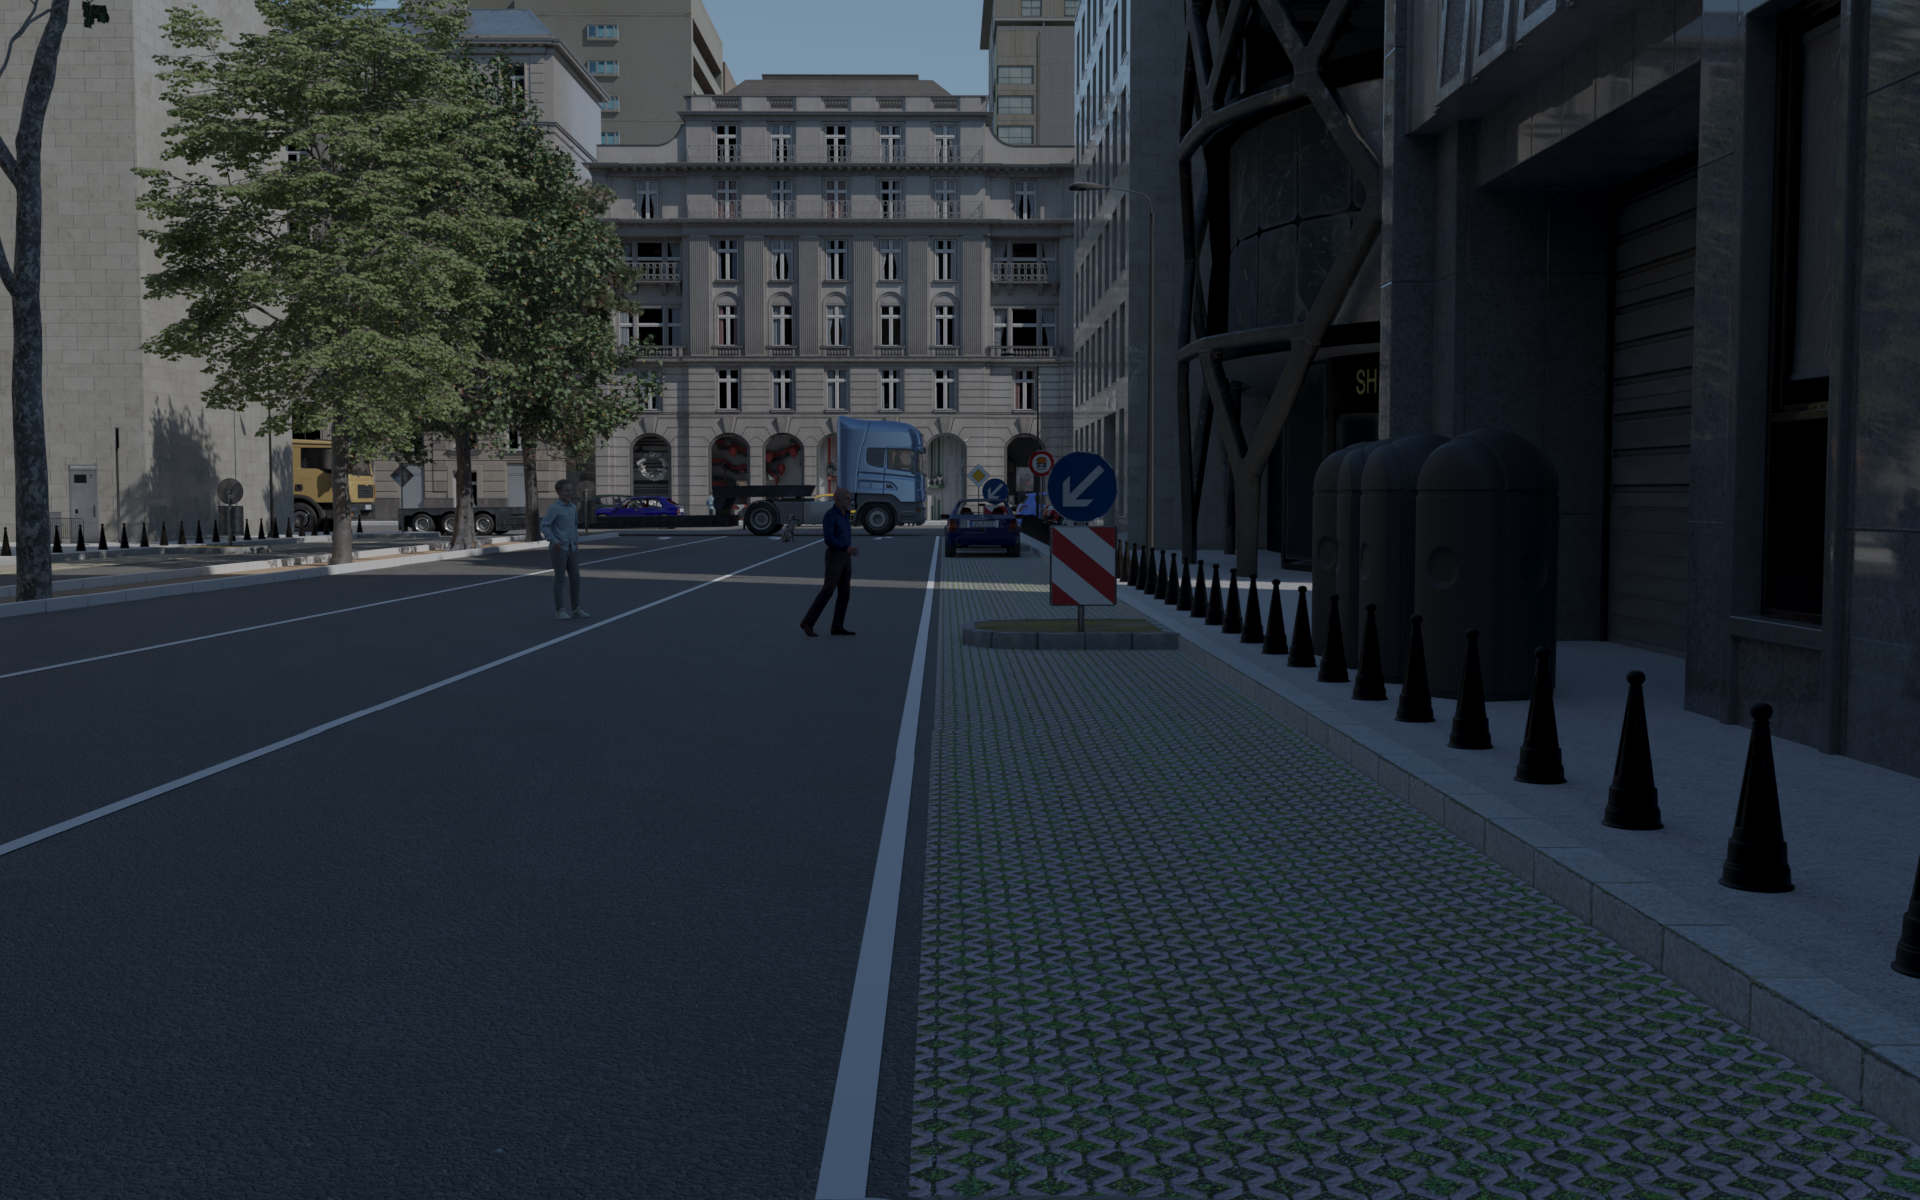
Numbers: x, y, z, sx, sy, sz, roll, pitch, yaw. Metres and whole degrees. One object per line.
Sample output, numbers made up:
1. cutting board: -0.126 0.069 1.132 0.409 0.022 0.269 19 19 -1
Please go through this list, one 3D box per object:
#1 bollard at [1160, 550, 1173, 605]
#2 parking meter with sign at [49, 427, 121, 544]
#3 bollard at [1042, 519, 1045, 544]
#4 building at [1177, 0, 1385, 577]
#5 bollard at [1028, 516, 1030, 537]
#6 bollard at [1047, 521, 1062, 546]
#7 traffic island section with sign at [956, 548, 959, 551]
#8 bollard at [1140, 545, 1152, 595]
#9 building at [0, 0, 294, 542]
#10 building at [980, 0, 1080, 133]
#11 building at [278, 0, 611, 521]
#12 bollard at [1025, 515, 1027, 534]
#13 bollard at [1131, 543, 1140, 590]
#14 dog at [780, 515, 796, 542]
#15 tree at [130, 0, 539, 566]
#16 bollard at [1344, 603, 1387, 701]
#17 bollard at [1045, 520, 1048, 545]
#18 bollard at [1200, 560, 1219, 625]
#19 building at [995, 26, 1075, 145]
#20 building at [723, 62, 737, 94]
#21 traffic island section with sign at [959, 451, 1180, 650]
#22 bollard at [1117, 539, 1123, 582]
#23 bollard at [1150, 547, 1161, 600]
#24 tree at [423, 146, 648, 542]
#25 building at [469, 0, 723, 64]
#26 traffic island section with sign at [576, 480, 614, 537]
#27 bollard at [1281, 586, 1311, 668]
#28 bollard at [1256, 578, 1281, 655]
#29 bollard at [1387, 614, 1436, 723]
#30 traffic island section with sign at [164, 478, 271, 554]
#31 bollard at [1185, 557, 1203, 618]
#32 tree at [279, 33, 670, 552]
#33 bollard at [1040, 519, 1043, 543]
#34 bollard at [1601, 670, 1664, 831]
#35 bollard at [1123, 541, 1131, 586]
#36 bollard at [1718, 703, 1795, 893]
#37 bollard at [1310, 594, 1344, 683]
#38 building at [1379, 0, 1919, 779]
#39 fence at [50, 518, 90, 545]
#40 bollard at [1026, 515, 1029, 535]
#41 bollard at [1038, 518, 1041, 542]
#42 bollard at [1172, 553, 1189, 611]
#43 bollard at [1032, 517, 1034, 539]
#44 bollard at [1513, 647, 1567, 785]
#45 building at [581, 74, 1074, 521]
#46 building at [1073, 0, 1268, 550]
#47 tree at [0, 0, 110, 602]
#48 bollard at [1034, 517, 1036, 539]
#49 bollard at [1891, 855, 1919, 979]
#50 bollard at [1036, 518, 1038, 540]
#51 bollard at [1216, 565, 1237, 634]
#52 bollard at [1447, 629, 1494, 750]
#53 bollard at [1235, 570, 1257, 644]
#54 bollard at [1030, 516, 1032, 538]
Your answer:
1. bollard: 2.480 -0.249 20.109 0.229 0.601 0.229 0 3 0
2. parking meter with sign: -22.733 -2.973 44.868 1.738 3.016 0.543 -2 4 -30
3. bollard: 2.265 -1.697 43.784 0.229 0.601 0.229 0 3 0
4. building: 12.186 -9.963 30.347 16.820 18.784 16.811 0 4 -1
5. bollard: 2.198 -2.140 51.024 0.229 0.601 0.229 0 3 0
6. bollard: 2.284 -1.570 41.719 0.229 0.601 0.229 0 3 0
7. traffic island section with sign: 0.765 -2.155 43.856 1.989 1.847 2.006 0 4 -1
8. bollard: 2.460 -0.374 22.162 0.229 0.601 0.229 0 3 0
9. building: -30.090 -11.982 50.661 16.860 20.320 10.420 0 4 -1
10. building: 16.617 -35.935 176.771 28.713 52.752 27.495 0 4 -1
11. building: -31.151 -17.717 86.942 25.104 27.353 12.463 0 4 -1
12. bollard: 2.181 -2.266 53.096 0.229 0.601 0.229 0 3 0
13. bollard: 2.455 -0.437 23.189 0.229 0.601 0.229 0 3 0
14. dog: -5.251 -2.142 51.855 0.800 0.831 0.513 -2 4 -25
15. tree: -12.269 -6.943 34.107 7.486 12.596 7.792 0 3 0
16. bollard: 2.564 0.319 10.827 0.229 0.601 0.229 0 3 0
17. bollard: 2.277 -1.633 42.746 0.229 0.601 0.229 0 3 0
18. bollard: 2.511 -0.058 16.996 0.229 0.601 0.229 0 3 0
19. building: 10.134 -28.869 155.599 14.154 41.232 14.086 0 4 -1
20. building: -29.830 -32.219 176.889 14.600 45.320 14.200 0 4 -1
21. traffic island section with sign: 1.016 -0.497 16.753 1.989 1.847 2.006 0 4 -1
22. bollard: 2.432 -0.563 25.242 0.229 0.601 0.229 0 3 0
23. bollard: 2.474 -0.312 21.135 0.229 0.601 0.229 0 3 0
24. tree: -12.809 -7.753 51.281 6.751 12.117 7.091 0 3 0
25. building: -33.622 -32.733 158.888 21.300 48.544 21.600 0 4 -1
26. traffic island section with sign: -12.517 -3.014 57.420 2.006 1.907 1.989 0 4 -1
27. bollard: 2.546 0.193 12.890 0.229 0.601 0.229 0 3 0
28. bollard: 2.537 0.130 13.916 0.229 0.601 0.229 0 3 0
29. bollard: 2.579 0.382 9.800 0.229 0.601 0.229 0 3 0
30. traffic island section with sign: -17.942 -2.048 42.119 1.989 1.847 2.006 0 4 -1
31. bollard: 2.505 -0.122 18.032 0.229 0.601 0.229 0 3 0
32. tree: -12.377 -7.556 43.000 9.611 12.733 9.660 0 3 0
33. bollard: 2.256 -1.760 44.817 0.229 0.601 0.229 0 3 0
34. bollard: 2.605 0.572 6.691 0.229 0.601 0.229 0 3 0
35. bollard: 2.442 -0.500 24.215 0.229 0.601 0.229 0 3 0
36. bollard: 2.610 0.635 5.658 0.229 0.601 0.229 0 3 0
37. bollard: 2.559 0.256 11.857 0.229 0.601 0.229 0 3 0
38. building: 9.960 -11.465 5.472 12.078 24.808 19.932 0 4 -1
39. fence: -22.888 -1.735 43.748 2.069 0.683 0.278 1 4 20
40. bollard: 2.186 -2.203 52.063 0.229 0.601 0.229 0 3 0
41. bollard: 2.246 -1.823 45.843 0.229 0.601 0.229 0 3 0
42. bollard: 2.491 -0.186 19.080 0.229 0.601 0.229 0 3 0
43. bollard: 2.221 -2.013 48.954 0.229 0.601 0.229 0 3 0
44. bollard: 2.597 0.508 7.735 0.229 0.601 0.229 0 3 0
45. building: -5.928 -15.068 88.157 24.055 21.916 13.314 0 4 -1
46. building: 8.957 -11.798 47.642 10.420 20.320 16.860 0 4 -1
47. tree: -13.301 -10.060 22.833 12.611 20.169 13.585 0 3 0
48. bollard: 2.228 -1.949 47.912 0.229 0.601 0.229 0 3 0
49. bollard: 2.626 0.698 4.629 0.229 0.601 0.229 0 3 0
50. bollard: 2.238 -1.886 46.870 0.229 0.601 0.229 0 3 0
51. bollard: 2.521 0.004 15.970 0.229 0.601 0.229 0 3 0
52. bollard: 2.590 0.445 8.774 0.229 0.601 0.229 0 3 0
53. bollard: 2.528 0.067 14.943 0.229 0.601 0.229 0 3 0
54. bollard: 2.206 -2.077 49.993 0.229 0.601 0.229 0 3 0
